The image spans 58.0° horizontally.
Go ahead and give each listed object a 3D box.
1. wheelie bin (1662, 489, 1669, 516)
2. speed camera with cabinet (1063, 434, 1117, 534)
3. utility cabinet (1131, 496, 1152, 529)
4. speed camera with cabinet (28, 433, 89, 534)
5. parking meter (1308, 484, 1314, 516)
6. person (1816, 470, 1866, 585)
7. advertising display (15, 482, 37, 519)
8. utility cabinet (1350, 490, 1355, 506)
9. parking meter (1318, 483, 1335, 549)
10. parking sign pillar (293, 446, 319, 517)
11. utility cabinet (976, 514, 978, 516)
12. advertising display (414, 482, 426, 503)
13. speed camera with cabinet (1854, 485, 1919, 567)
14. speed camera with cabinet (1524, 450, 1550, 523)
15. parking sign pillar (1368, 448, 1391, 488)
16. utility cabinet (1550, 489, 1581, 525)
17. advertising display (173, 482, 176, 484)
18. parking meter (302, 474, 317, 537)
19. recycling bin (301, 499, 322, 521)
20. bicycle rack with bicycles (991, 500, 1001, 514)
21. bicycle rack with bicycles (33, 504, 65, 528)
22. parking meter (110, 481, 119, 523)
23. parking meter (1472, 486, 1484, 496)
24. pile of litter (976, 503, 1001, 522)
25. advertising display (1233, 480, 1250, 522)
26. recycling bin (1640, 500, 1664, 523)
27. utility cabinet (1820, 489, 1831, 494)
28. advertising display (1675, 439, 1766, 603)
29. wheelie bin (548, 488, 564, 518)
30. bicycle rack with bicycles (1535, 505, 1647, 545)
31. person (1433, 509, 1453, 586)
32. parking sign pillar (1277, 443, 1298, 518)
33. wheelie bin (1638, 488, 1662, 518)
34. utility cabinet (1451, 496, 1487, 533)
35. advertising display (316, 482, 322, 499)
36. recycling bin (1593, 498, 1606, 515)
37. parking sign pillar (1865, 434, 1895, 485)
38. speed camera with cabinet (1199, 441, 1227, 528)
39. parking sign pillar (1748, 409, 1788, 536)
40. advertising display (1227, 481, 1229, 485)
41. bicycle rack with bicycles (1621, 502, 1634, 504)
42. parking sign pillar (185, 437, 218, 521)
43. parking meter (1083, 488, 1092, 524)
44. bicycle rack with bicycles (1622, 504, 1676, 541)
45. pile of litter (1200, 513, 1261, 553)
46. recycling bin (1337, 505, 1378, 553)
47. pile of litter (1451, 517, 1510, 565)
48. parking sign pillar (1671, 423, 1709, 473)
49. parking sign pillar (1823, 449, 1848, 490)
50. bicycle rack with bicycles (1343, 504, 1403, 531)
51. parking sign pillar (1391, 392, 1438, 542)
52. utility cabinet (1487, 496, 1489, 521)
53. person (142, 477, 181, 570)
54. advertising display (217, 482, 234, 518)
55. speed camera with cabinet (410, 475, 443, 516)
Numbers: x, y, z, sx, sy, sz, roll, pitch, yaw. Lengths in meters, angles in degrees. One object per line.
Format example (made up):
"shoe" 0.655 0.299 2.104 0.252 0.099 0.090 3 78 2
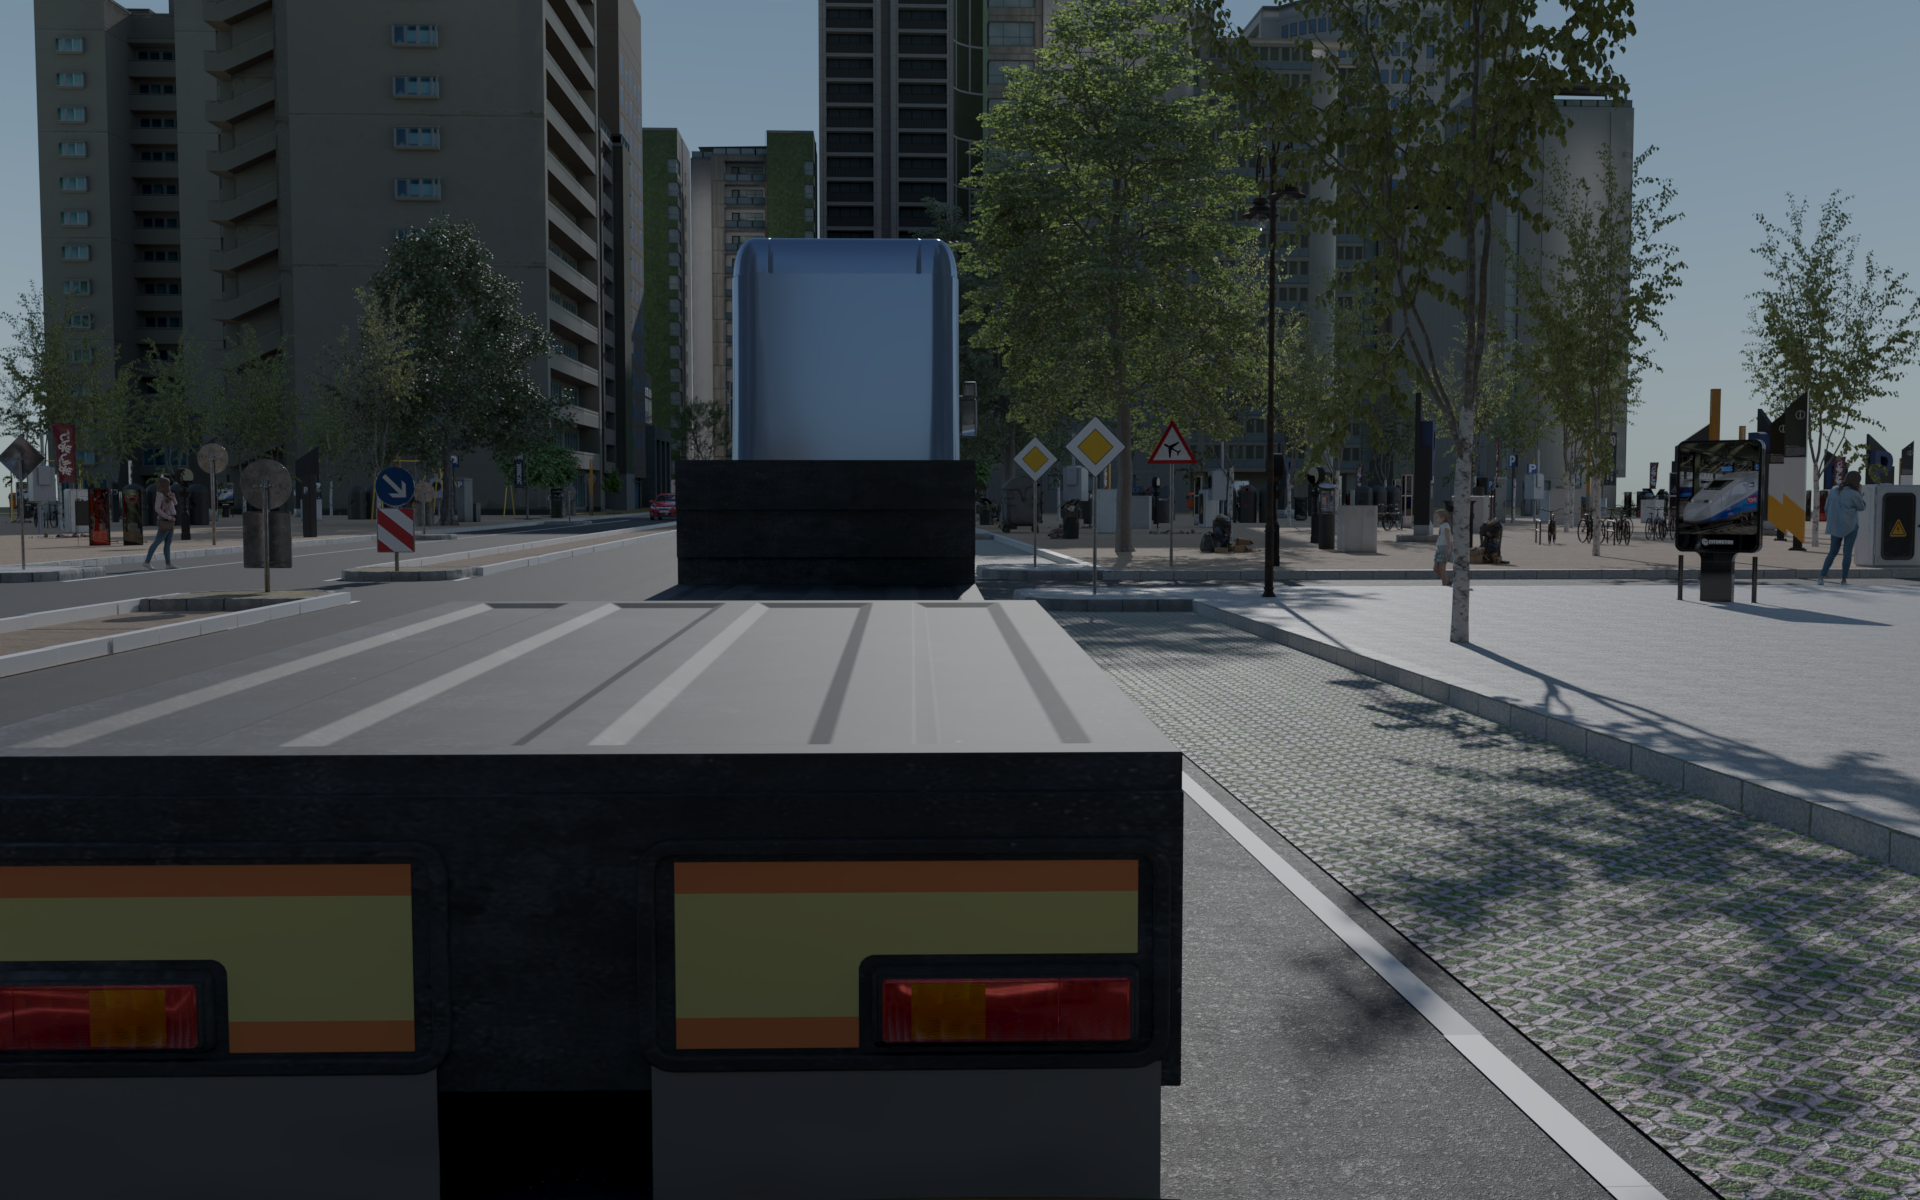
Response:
"wheelie bin" 41.924 -5.840 103.398 0.980 1.594 0.693 -3 5 -43
"speed camera with cabinet" 4.397 -3.800 56.464 2.038 3.252 0.660 2 4 29
"utility cabinet" 6.550 -3.223 63.861 1.020 1.237 0.306 2 4 30
"speed camera with cabinet" -29.298 -3.812 56.667 2.038 3.252 0.660 -3 5 -43
"parking meter" 20.203 -5.739 99.539 0.399 1.863 0.255 -3 5 -43
"person" 13.570 -1.096 26.689 0.793 1.790 0.793 2 4 27
"advertising display" -48.755 -5.212 90.437 0.123 1.923 0.974 3 5 41
"utility cabinet" 23.133 -5.612 100.428 1.173 1.500 0.318 -3 4 -37
"parking meter" 8.540 -1.951 40.302 0.372 1.533 0.369 0 3 0
"parking sign pillar" -36.442 -6.611 96.557 1.447 3.967 1.447 -3 4 -37
"utility cabinet" 0.705 -5.472 98.152 0.318 1.500 1.173 -1 4 -17
"advertising display" -28.647 -5.303 91.923 0.974 1.923 0.123 3 5 41
"speed camera with cabinet" 16.961 -2.220 30.634 2.038 3.252 0.660 0 4 -8
"speed camera with cabinet" 26.404 -5.134 78.271 2.038 3.252 0.660 -2 4 -32
"parking sign pillar" 23.244 -6.561 95.740 1.447 3.967 1.447 0 4 -5
"utility cabinet" 24.541 -3.764 70.214 1.173 1.500 0.318 1 4 15
"advertising display" -40.286 -5.177 89.861 0.123 1.923 0.974 3 4 39
"parking meter" -19.312 -2.795 51.402 0.399 1.863 0.255 2 4 32
"recycling bin" -30.984 -4.293 82.738 0.722 1.027 0.722 1 4 9
"bicycle rack with bicycles" 2.377 -5.502 103.342 2.925 0.926 2.852 -2 4 -33
"bicycle rack with bicycles" -33.941 -3.213 65.922 2.852 0.926 2.925 -2 4 -30
"parking meter" -38.156 -4.433 78.197 0.255 1.863 0.399 -3 5 -40
"parking meter" 17.336 -3.031 57.975 0.372 1.533 0.369 0 3 0
"pile of litter" 1.289 -4.075 80.592 1.719 0.858 1.176 -3 5 -45
"advertising display" 13.110 -4.629 80.904 0.974 1.923 0.123 -2 4 -30
"recycling bin" 30.463 -3.894 76.218 0.722 1.027 0.722 -3 4 -39
"utility cabinet" 42.146 -4.596 83.817 1.173 1.500 0.318 -1 4 -23
"advertising display" 9.045 -0.944 20.644 0.974 1.923 0.123 3 5 41
"wheelie bin" -21.466 -5.162 92.308 0.980 1.594 0.693 -1 4 -15
"bicycle rack with bicycles" 15.911 -1.902 44.483 2.852 0.926 2.925 1 4 16
"person" 6.995 -0.693 24.839 0.382 1.210 0.505 0 4 2
"parking sign pillar" 17.261 -6.310 91.647 1.447 3.967 1.447 2 4 34
"wheelie bin" 36.874 -5.203 92.979 0.693 1.594 0.980 -1 4 -22
"utility cabinet" 16.794 -2.821 57.282 1.020 1.237 0.306 1 4 20
"advertising display" -34.728 -5.383 93.226 0.123 1.923 0.974 1 4 17
"recycling bin" 38.651 -5.631 104.627 0.722 1.027 0.722 1 4 22
"parking sign pillar" 41.213 -5.451 77.602 1.447 3.967 1.447 -1 4 -20
"speed camera with cabinet" 9.593 -4.373 65.833 0.660 3.252 2.038 0 4 -6
"parking sign pillar" 25.060 -4.008 54.006 1.447 3.967 1.447 0 4 -1
"advertising display" 13.826 -5.073 88.164 0.123 1.923 0.974 -2 4 -27
"bicycle rack with bicycles" 41.687 -5.692 106.449 2.925 0.926 2.852 2 4 28
"parking sign pillar" -35.942 -5.719 81.971 1.447 3.967 1.447 3 5 40
"parking meter" 5.464 -4.014 74.037 0.372 1.533 0.369 0 3 0
"bicycle rack with bicycles" 19.388 -2.192 49.229 2.852 0.926 2.925 3 5 44
"pile of litter" 6.017 -1.491 38.343 1.719 0.858 1.176 -2 4 -28
"recycling bin" 8.773 -1.573 38.267 0.722 1.027 0.722 0 4 -3
"pile of litter" 9.645 -1.119 32.253 1.176 0.858 1.719 1 4 20
"parking sign pillar" 27.676 -4.719 65.630 1.447 3.967 1.447 0 4 -1
"parking sign pillar" 51.781 -6.968 102.396 1.447 3.967 1.447 1 4 22
"bicycle rack with bicycles" 14.571 -2.929 61.272 2.925 0.926 2.852 -2 4 -30
"parking sign pillar" 12.482 -3.551 46.531 1.447 3.967 1.447 1 4 20
"utility cabinet" 20.033 -3.418 67.042 0.306 1.237 1.020 -2 4 -25
"person" -15.185 -1.456 32.893 0.643 1.750 0.593 -1 4 -16
"advertising display" -40.190 -5.474 94.719 0.123 1.923 0.974 3 4 38
"speed camera with cabinet" -30.954 -6.462 99.993 2.038 3.252 0.660 -1 4 -20
